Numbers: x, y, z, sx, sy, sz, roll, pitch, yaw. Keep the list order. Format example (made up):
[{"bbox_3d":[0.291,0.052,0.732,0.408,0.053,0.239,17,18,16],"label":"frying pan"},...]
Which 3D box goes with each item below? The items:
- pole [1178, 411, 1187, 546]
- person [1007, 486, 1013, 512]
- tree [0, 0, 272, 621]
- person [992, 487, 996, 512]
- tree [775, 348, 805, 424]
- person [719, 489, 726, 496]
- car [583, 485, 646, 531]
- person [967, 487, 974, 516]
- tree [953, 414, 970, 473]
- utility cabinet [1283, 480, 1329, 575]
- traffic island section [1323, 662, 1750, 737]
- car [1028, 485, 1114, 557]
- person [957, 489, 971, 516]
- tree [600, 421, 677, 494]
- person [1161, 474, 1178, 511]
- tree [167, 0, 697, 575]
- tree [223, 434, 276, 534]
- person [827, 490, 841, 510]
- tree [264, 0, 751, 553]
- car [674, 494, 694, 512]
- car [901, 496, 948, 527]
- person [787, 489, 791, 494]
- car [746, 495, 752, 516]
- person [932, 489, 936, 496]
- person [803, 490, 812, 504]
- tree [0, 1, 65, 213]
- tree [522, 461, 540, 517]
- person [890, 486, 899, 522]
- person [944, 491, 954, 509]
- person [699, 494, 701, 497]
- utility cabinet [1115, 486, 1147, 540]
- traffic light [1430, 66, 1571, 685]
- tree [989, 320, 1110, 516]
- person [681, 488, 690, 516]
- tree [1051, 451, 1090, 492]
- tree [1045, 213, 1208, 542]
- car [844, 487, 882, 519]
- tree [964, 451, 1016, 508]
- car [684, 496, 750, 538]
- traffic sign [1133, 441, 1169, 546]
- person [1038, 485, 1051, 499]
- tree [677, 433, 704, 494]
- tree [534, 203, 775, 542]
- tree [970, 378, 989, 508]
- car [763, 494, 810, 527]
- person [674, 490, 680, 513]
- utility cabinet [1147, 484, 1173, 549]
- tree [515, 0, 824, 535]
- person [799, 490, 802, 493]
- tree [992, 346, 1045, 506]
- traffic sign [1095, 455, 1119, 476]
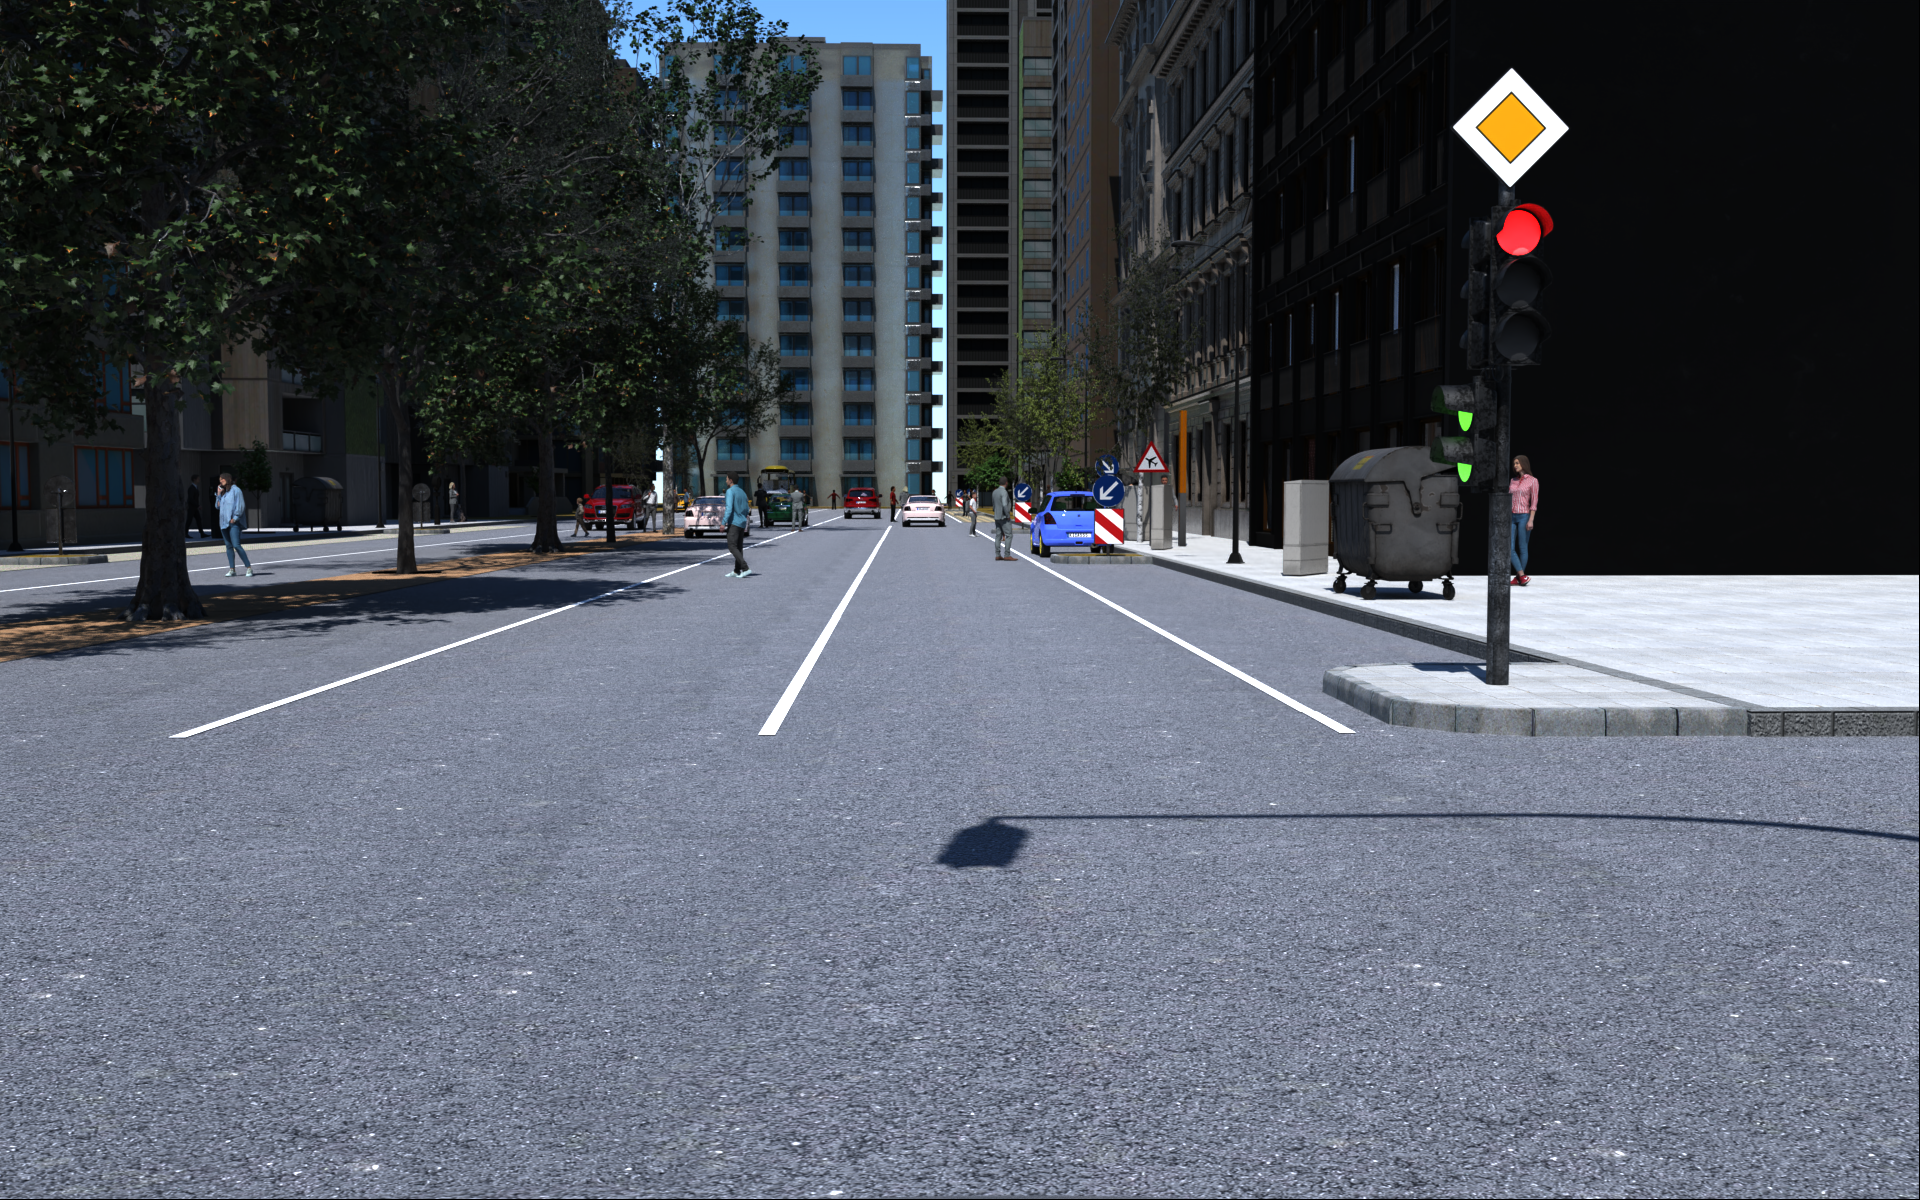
[{"bbox_3d":[5.441,-2.968,42.366,0.158,3.312,0.155,0,3,0],"label":"pole"},{"bbox_3d":[3.507,-7.048,120.913,1.348,1.869,0.705,1,4,22],"label":"person"},{"bbox_3d":[-9.128,-6.127,19.646,9.611,12.733,9.660,0,3,0],"label":"tree"},{"bbox_3d":[2.564,-7.353,126.280,0.705,1.821,1.348,-1,4,-22],"label":"person"},{"bbox_3d":[-10.580,-8.252,71.795,8.767,10.594,7.601,0,4,-2],"label":"tree"},{"bbox_3d":[-18.288,-7.684,134.208,1.350,1.814,0.705,-1,4,-19],"label":"person"},{"bbox_3d":[-13.892,-3.738,69.787,2.281,1.827,5.304,0,4,-3],"label":"car"},{"bbox_3d":[0.723,-6.366,112.217,0.705,1.869,1.348,-1,4,-17],"label":"person"},{"bbox_3d":[1.506,-12.461,154.095,4.737,8.622,4.395,0,3,0],"label":"tree"},{"bbox_3d":[5.482,-1.149,27.464,0.318,1.500,1.173,2,4,33],"label":"utility cabinet"},{"bbox_3d":[3.646,0.648,11.684,2.009,0.180,2.903,0,4,-2],"label":"traffic island section"},{"bbox_3d":[2.584,-1.890,40.487,1.945,1.707,3.694,0,4,-3],"label":"car"},{"bbox_3d":[0.280,-6.164,110.007,1.217,1.735,0.721,3,5,42],"label":"person"},{"bbox_3d":[-24.379,-11.020,130.540,4.360,8.622,3.978,0,3,0],"label":"tree"},{"bbox_3d":[5.324,-2.374,45.132,0.678,1.792,0.850,0,4,1],"label":"person"},{"bbox_3d":[-9.881,-7.197,30.493,12.009,13.543,11.850,0,3,0],"label":"tree"},{"bbox_3d":[-22.858,-3.784,56.477,1.663,3.219,1.824,0,3,0],"label":"tree"},{"bbox_3d":[-11.622,-9.242,159.567,1.348,1.831,0.705,-1,4,-20],"label":"person"},{"bbox_3d":[-10.159,-7.515,42.343,9.611,12.733,9.660,0,3,0],"label":"tree"},{"bbox_3d":[-21.933,-7.730,136.608,2.015,1.641,3.980,0,4,-3],"label":"car"},{"bbox_3d":[-1.595,-3.945,76.864,2.083,1.381,4.827,0,3,0],"label":"car"},{"bbox_3d":[-13.944,-8.128,141.388,1.348,1.824,0.705,-1,4,-13],"label":"person"},{"bbox_3d":[-14.673,-6.343,113.935,2.015,1.641,3.980,0,4,-3],"label":"car"},{"bbox_3d":[-1.809,-6.359,113.185,0.721,1.735,1.217,-1,4,-12],"label":"person"},{"bbox_3d":[-11.414,-7.197,126.885,1.217,1.735,0.721,1,4,12],"label":"person"},{"bbox_3d":[-9.005,-3.662,12.698,4.360,8.622,3.978,0,3,0],"label":"tree"},{"bbox_3d":[-23.522,-6.281,97.290,1.663,3.219,1.824,0,3,0],"label":"tree"},{"bbox_3d":[-3.368,-4.870,88.061,0.705,1.831,1.348,1,4,11],"label":"person"},{"bbox_3d":[-0.985,-9.141,158.782,1.217,1.723,0.721,-3,5,-41],"label":"person"},{"bbox_3d":[-20.187,-7.767,135.431,0.705,1.831,1.348,-2,4,-35],"label":"person"},{"bbox_3d":[4.774,-2.385,47.669,0.318,1.500,1.173,-2,4,-34],"label":"utility cabinet"},{"bbox_3d":[3.606,-1.385,11.569,0.839,4.253,0.868,0,4,-2],"label":"traffic light"},{"bbox_3d":[4.031,-7.514,73.219,4.737,8.622,4.395,0,3,0],"label":"tree"},{"bbox_3d":[-17.967,-6.423,113.500,0.705,1.826,1.348,-2,4,-30],"label":"person"},{"bbox_3d":[4.847,-5.157,78.922,1.663,3.219,1.824,0,3,0],"label":"tree"},{"bbox_3d":[4.725,-5.850,46.008,4.360,8.622,3.978,0,3,0],"label":"tree"},{"bbox_3d":[-5.699,-5.673,101.421,2.281,1.827,5.304,0,4,-1],"label":"car"},{"bbox_3d":[2.857,-9.023,131.246,4.285,4.588,4.351,0,3,0],"label":"tree"},{"bbox_3d":[-8.083,-2.775,57.731,2.083,1.381,4.827,0,4,-2],"label":"car"},{"bbox_3d":[4.689,-2.600,42.521,0.884,2.594,0.081,0,4,2],"label":"traffic sign"},{"bbox_3d":[5.077,-5.688,99.177,1.348,1.807,0.705,1,4,16],"label":"person"},{"bbox_3d":[-25.427,-12.581,156.061,4.360,8.622,3.978,0,3,0],"label":"tree"},{"bbox_3d":[-10.273,-6.986,51.098,8.767,10.594,7.601,0,4,-2],"label":"tree"},{"bbox_3d":[3.191,-9.214,101.016,4.737,8.622,4.395,0,3,0],"label":"tree"},{"bbox_3d":[-7.826,-4.047,77.960,2.131,1.459,4.920,0,4,-2],"label":"car"},{"bbox_3d":[-21.422,-7.419,130.352,0.990,1.755,0.434,3,5,40],"label":"person"},{"bbox_3d":[4.675,-1.927,40.192,0.318,1.500,1.173,1,4,16],"label":"utility cabinet"},{"bbox_3d":[-11.502,-12.407,61.198,12.611,20.169,13.585,0,3,0],"label":"tree"},{"bbox_3d":[-12.105,-7.483,131.771,0.541,1.710,0.530,-2,4,-31],"label":"person"},{"bbox_3d":[3.681,-8.112,83.000,4.360,8.622,3.978,0,3,0],"label":"tree"},{"bbox_3d":[4.742,-3.408,55.828,0.768,2.556,0.104,0,4,6],"label":"traffic sign"}]
